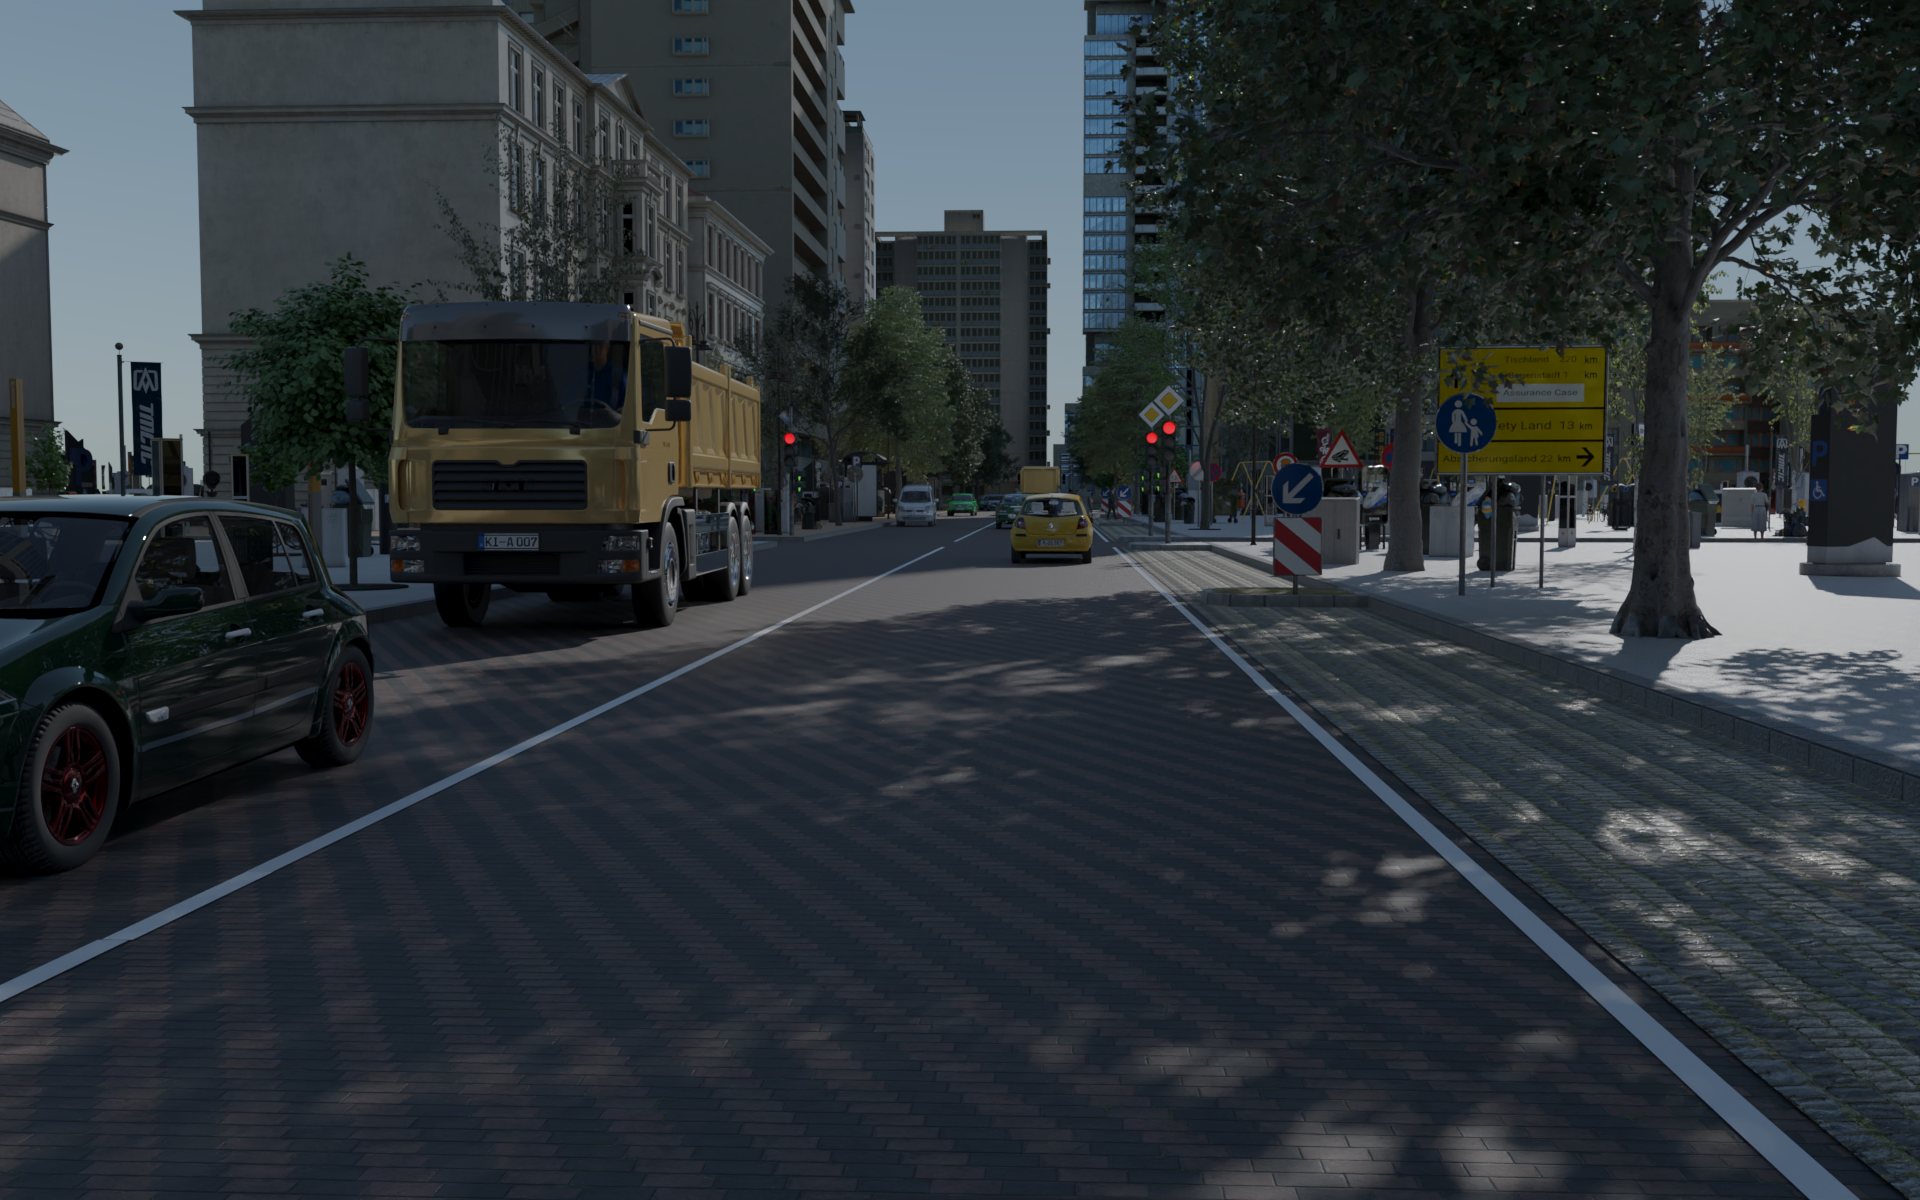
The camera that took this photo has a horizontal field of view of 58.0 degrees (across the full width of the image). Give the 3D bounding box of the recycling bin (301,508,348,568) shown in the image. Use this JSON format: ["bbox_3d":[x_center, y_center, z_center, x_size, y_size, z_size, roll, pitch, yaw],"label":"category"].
[{"bbox_3d":[-11.171,-1.095,30.460,0.722,1.027,0.722,-1,4,-16],"label":"recycling bin"}]

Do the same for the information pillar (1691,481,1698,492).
[{"bbox_3d":[41.222,-5.672,97.237,0.304,2.012,0.304,1,4,21],"label":"information pillar"}]

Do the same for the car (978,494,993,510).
[{"bbox_3d":[2.706,-8.698,154.009,2.131,1.459,4.920,0,4,4],"label":"car"}]

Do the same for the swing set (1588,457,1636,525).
[{"bbox_3d":[28.478,-4.627,73.274,2.862,2.851,3.119,0,4,5],"label":"swing set"}]

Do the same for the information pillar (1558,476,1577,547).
[{"bbox_3d":[14.652,-2.279,41.752,0.304,2.012,0.304,-2,4,-30],"label":"information pillar"}]

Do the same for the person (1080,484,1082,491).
[{"bbox_3d":[4.806,-3.751,69.682,0.795,1.843,0.661,1,4,16],"label":"person"}]

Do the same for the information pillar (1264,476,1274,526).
[{"bbox_3d":[12.246,-3.922,68.609,0.304,2.012,0.304,0,4,-4],"label":"information pillar"}]

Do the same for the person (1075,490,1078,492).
[{"bbox_3d":[10.093,-8.655,150.014,0.705,1.822,1.348,1,4,14],"label":"person"}]

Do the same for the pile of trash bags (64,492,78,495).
[{"bbox_3d":[-35.444,-3.539,67.609,3.447,1.369,1.912,2,4,33],"label":"pile of trash bags"}]

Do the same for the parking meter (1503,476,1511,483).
[{"bbox_3d":[13.242,-2.235,42.248,0.255,1.863,0.399,3,5,39],"label":"parking meter"}]

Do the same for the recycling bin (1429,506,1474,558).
[{"bbox_3d":[10.059,-1.399,35.421,0.722,1.027,0.722,2,4,33],"label":"recycling bin"}]

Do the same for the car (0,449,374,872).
[{"bbox_3d":[-4.140,0.119,7.848,2.009,1.686,4.222,0,4,3],"label":"car"}]

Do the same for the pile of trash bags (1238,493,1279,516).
[{"bbox_3d":[17.571,-5.746,103.693,1.912,1.369,3.447,3,5,39],"label":"pile of trash bags"}]

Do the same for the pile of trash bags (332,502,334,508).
[{"bbox_3d":[-41.792,-6.604,117.731,3.447,1.369,1.912,1,4,9],"label":"pile of trash bags"}]

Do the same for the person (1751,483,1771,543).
[{"bbox_3d":[22.573,-2.432,48.827,0.480,1.755,0.524,2,4,35],"label":"person"}]

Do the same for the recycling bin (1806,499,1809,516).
[{"bbox_3d":[40.444,-4.245,81.956,0.722,1.027,0.722,2,4,29],"label":"recycling bin"}]

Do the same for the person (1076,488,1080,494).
[{"bbox_3d":[7.751,-6.348,111.659,0.648,1.900,0.474,-3,5,-40],"label":"person"}]

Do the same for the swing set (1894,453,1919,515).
[{"bbox_3d":[35.321,-4.189,66.116,3.119,2.851,2.862,1,4,23],"label":"swing set"}]

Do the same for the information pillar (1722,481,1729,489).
[{"bbox_3d":[42.234,-5.574,95.620,0.304,2.012,0.304,2,4,27],"label":"information pillar"}]

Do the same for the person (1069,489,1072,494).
[{"bbox_3d":[9.287,-8.437,146.076,0.705,1.869,1.348,2,4,32],"label":"person"}]

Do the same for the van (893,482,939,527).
[{"bbox_3d":[-1.943,-4.302,77.351,2.013,2.044,4.112,0,4,1],"label":"van"}]

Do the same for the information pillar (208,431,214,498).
[{"bbox_3d":[-27.971,-4.486,64.696,0.183,3.616,0.504,-1,4,-15],"label":"information pillar"}]

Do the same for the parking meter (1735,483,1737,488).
[{"bbox_3d":[41.635,-5.318,92.665,0.255,1.863,0.399,3,4,36],"label":"parking meter"}]

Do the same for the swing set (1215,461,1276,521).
[{"bbox_3d":[14.088,-5.235,83.207,2.862,2.851,3.119,-1,4,-18],"label":"swing set"}]

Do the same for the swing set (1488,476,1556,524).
[{"bbox_3d":[23.670,-4.562,72.202,3.119,2.851,2.862,0,4,0],"label":"swing set"}]

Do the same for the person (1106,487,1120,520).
[{"bbox_3d":[8.523,-5.395,96.492,0.755,1.850,0.659,1,4,14],"label":"person"}]

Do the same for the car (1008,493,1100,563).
[{"bbox_3d":[2.009,-1.655,37.286,2.015,1.641,3.980,0,4,4],"label":"car"}]

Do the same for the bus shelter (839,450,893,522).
[{"bbox_3d":[-4.461,-5.432,82.741,2.014,3.302,5.546,0,4,3],"label":"bus shelter"}]

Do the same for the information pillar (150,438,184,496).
[{"bbox_3d":[-10.442,-1.123,22.860,0.304,2.012,0.304,3,5,44],"label":"information pillar"}]

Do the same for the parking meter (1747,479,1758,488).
[{"bbox_3d":[30.811,-3.774,67.409,0.399,1.863,0.255,-2,4,-35],"label":"parking meter"}]

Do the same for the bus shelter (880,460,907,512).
[{"bbox_3d":[-4.539,-8.049,122.884,1.731,3.624,6.357,0,4,3],"label":"bus shelter"}]

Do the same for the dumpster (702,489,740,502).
[{"bbox_3d":[-8.176,-3.375,57.671,1.502,2.255,1.985,0,4,3],"label":"dumpster"}]

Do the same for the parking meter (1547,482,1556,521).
[{"bbox_3d":[28.158,-4.694,82.457,0.255,1.863,0.399,0,4,-4],"label":"parking meter"}]

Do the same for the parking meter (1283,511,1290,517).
[{"bbox_3d":[16.092,-4.865,85.253,0.255,1.863,0.399,2,4,32],"label":"parking meter"}]

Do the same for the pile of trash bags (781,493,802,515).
[{"bbox_3d":[-9.346,-5.248,95.557,1.912,1.369,3.447,0,4,-3],"label":"pile of trash bags"}]

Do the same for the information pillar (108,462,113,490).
[{"bbox_3d":[-61.758,-8.233,125.957,0.183,3.616,0.504,0,4,-1],"label":"information pillar"}]

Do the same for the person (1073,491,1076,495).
[{"bbox_3d":[12.324,-10.949,187.971,0.568,1.767,0.683,-1,4,-13],"label":"person"}]

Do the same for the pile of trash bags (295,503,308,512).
[{"bbox_3d":[-43.406,-6.304,112.815,1.912,1.369,3.447,1,4,16],"label":"pile of trash bags"}]

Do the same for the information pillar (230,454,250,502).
[{"bbox_3d":[-13.237,-1.675,31.878,0.304,2.012,0.304,-1,4,-21],"label":"information pillar"}]

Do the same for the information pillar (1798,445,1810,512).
[{"bbox_3d":[40.300,-5.591,82.772,0.504,3.616,0.183,0,4,7],"label":"information pillar"}]

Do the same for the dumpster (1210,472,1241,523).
[{"bbox_3d":[11.586,-4.530,76.563,1.502,2.255,1.985,0,4,3],"label":"dumpster"}]

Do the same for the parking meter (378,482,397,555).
[{"bbox_3d":[-12.167,-1.739,36.844,0.372,1.533,0.369,0,3,0],"label":"parking meter"}]

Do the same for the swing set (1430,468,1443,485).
[{"bbox_3d":[29.680,-6.547,104.665,3.119,2.851,2.862,-2,4,-24],"label":"swing set"}]

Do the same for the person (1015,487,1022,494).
[{"bbox_3d":[3.340,-5.559,99.259,0.638,1.841,0.748,-2,4,-23],"label":"person"}]

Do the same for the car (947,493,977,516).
[{"bbox_3d":[0.149,-6.389,113.262,1.959,1.807,4.718,0,4,4],"label":"car"}]

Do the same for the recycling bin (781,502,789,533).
[{"bbox_3d":[-5.915,-2.705,56.777,0.722,1.027,0.722,0,4,5],"label":"recycling bin"}]

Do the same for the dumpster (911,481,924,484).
[{"bbox_3d":[-3.035,-7.183,119.939,1.502,2.255,1.985,0,4,3],"label":"dumpster"}]

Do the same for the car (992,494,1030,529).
[{"bbox_3d":[2.399,-3.707,72.400,2.131,1.459,4.920,0,4,1],"label":"car"}]

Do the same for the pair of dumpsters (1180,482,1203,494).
[{"bbox_3d":[13.379,-5.897,98.915,1.574,2.255,4.437,0,4,3],"label":"pair of dumpsters"}]

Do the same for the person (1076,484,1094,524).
[{"bbox_3d":[4.536,-3.328,63.011,0.694,1.812,0.767,1,4,11],"label":"person"}]

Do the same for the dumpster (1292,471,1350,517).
[{"bbox_3d":[8.434,-2.120,40.418,1.264,1.857,1.865,0,4,3],"label":"dumpster"}]

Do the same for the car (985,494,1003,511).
[{"bbox_3d":[3.124,-8.156,145.349,2.014,1.417,4.499,0,4,2],"label":"car"}]

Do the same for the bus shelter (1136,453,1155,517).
[{"bbox_3d":[11.278,-6.710,100.989,1.731,3.624,6.357,0,4,3],"label":"bus shelter"}]

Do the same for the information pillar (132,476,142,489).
[{"bbox_3d":[-31.116,-3.733,65.520,0.304,2.012,0.304,-1,4,-15],"label":"information pillar"}]

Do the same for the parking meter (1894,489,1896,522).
[{"bbox_3d":[36.915,-3.692,68.768,0.372,1.533,0.369,0,3,0],"label":"parking meter"}]

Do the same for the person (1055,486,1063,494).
[{"bbox_3d":[4.794,-4.626,84.164,0.581,1.822,0.654,0,4,6],"label":"person"}]
